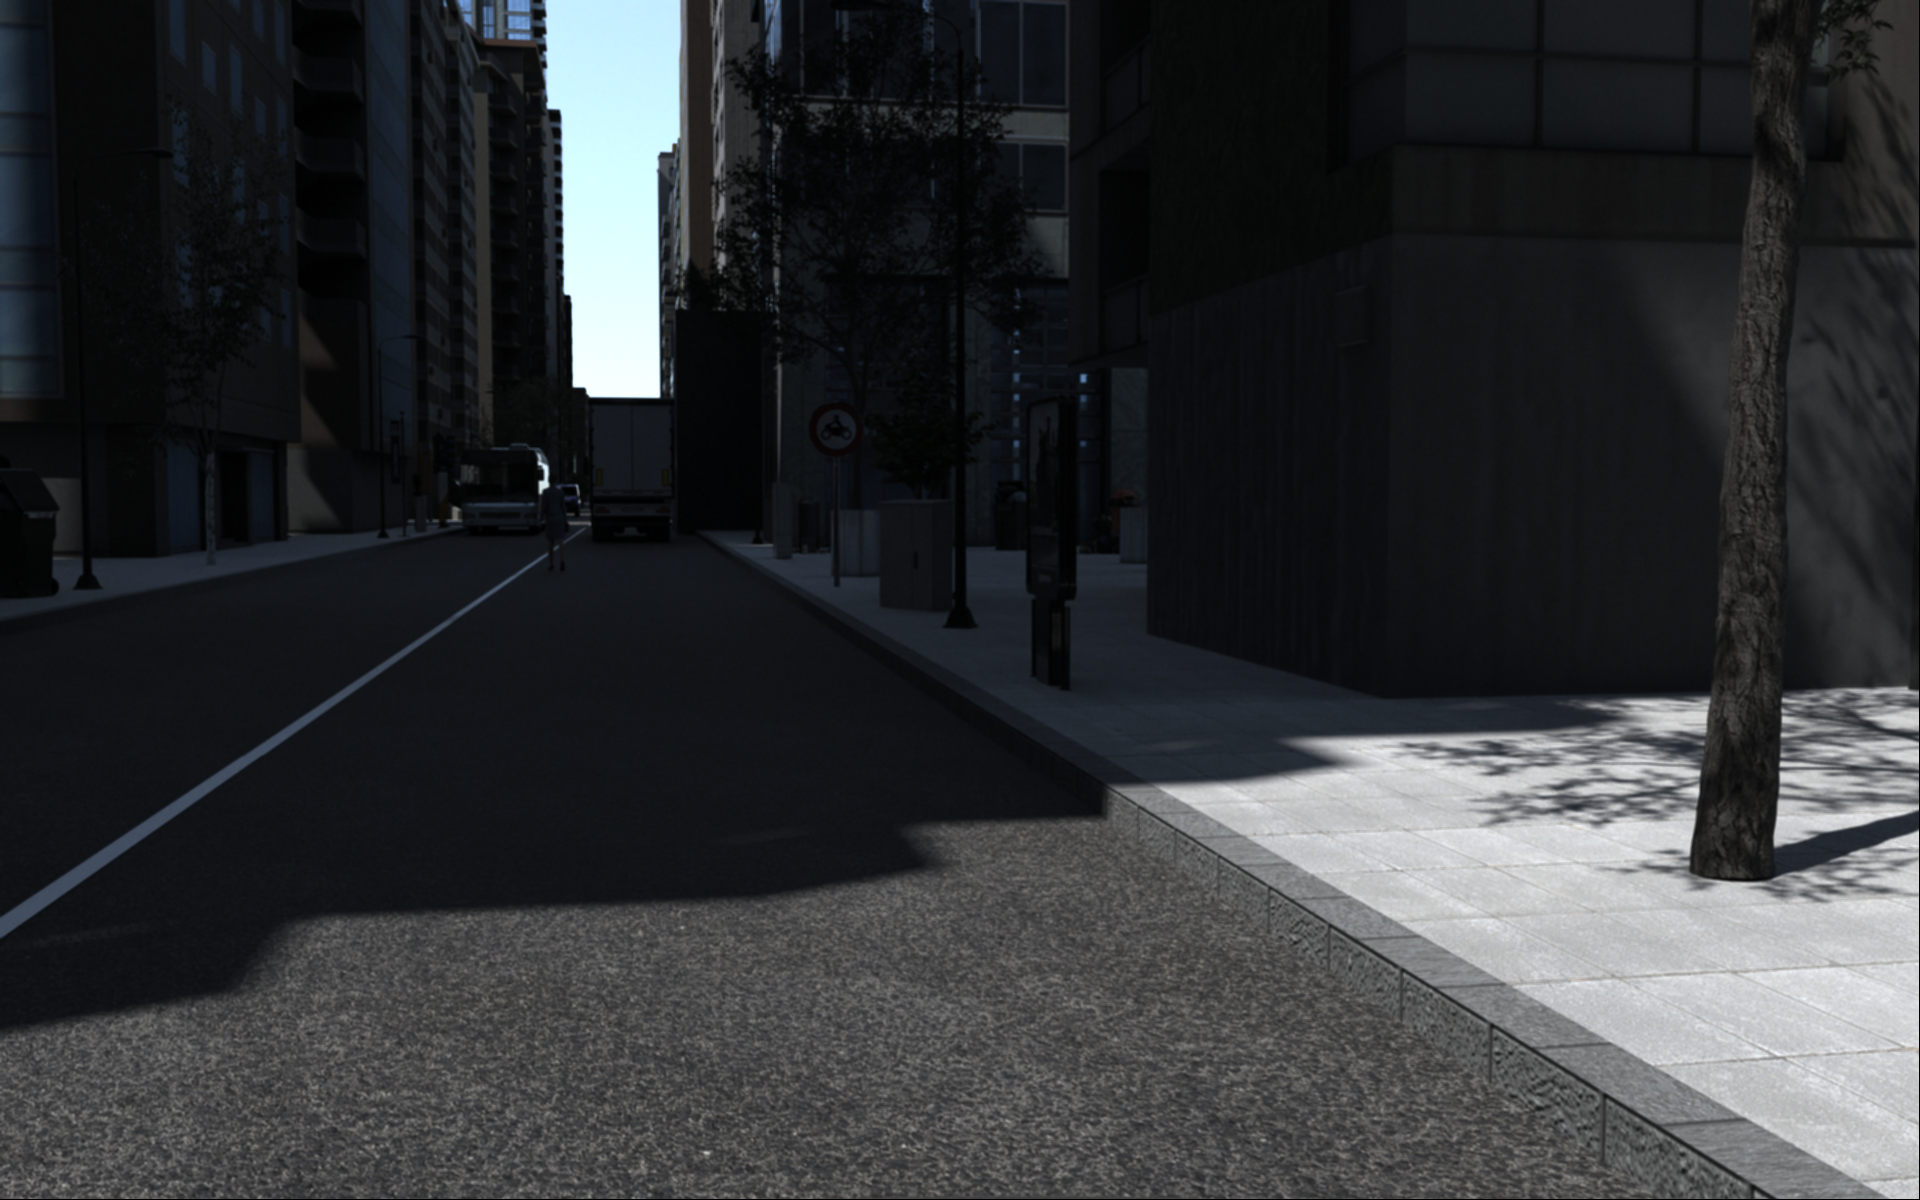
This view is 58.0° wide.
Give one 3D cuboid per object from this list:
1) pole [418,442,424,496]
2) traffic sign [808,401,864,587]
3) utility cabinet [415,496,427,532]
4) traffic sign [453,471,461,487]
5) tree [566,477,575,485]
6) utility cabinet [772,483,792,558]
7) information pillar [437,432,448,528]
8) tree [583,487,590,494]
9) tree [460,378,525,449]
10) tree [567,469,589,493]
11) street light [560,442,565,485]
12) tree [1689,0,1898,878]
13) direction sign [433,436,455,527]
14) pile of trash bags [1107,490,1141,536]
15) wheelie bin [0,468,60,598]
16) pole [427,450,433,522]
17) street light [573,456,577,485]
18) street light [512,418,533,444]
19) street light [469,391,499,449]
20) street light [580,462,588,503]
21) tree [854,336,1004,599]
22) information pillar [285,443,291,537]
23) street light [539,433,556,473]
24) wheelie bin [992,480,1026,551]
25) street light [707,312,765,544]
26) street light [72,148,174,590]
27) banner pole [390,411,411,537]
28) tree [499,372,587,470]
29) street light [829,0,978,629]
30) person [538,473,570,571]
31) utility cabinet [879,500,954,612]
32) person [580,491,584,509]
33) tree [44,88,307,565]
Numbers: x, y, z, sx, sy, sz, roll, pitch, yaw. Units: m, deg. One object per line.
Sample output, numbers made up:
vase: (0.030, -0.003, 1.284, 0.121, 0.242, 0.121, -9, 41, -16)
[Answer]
pole: (-21.154, -4.533, 67.955, 0.158, 3.312, 0.155, 0, 3, 0)
traffic sign: (-1.703, -1.455, 23.903, 0.768, 2.556, 0.104, 0, 4, -3)
utility cabinet: (-18.165, -2.887, 58.364, 0.306, 1.237, 1.020, -1, 4, -13)
traffic sign: (-20.154, -4.071, 70.202, 0.795, 2.450, 0.064, -1, 4, -11)
tree: (-44.795, -12.518, 199.274, 1.663, 3.219, 1.824, 0, 3, 0)
utility cabinet: (-3.552, -1.590, 34.681, 0.318, 1.500, 1.173, -1, 4, -10)
information pillar: (-19.469, -4.515, 65.169, 0.183, 3.616, 0.504, 1, 4, 20)
tree: (-57.226, -16.535, 264.943, 1.663, 3.219, 1.824, 0, 3, 0)
tree: (-29.210, -9.731, 109.464, 4.360, 8.622, 3.978, 0, 3, 0)
tree: (-49.820, -14.817, 225.968, 4.285, 4.588, 4.351, 0, 3, 0)
street light: (-35.748, -11.080, 153.695, 1.470, 5.913, 1.316, -1, 4, -11)
tree: (2.956, -4.351, 5.543, 7.601, 10.594, 8.767, 0, 4, -5)
direction sign: (-20.010, -4.604, 67.267, 0.876, 3.537, 0.379, -3, 4, -39)
pile of trash bags: (4.495, -1.525, 34.693, 3.447, 1.369, 1.912, -2, 4, -27)
wheelie bin: (-11.717, -0.833, 21.522, 0.693, 1.594, 0.980, 1, 4, 12)
pole: (-24.267, -5.226, 79.290, 0.158, 3.312, 0.155, 0, 3, 0)
street light: (-40.967, -12.767, 181.283, 1.470, 5.913, 1.316, -1, 4, -11)
street light: (-26.571, -8.105, 105.059, 1.470, 5.913, 1.316, -1, 4, -11)
street light: (-21.437, -6.444, 77.903, 1.470, 5.913, 1.316, -1, 4, -11)
street light: (-45.938, -14.429, 208.453, 1.470, 5.913, 1.316, -1, 4, -11)
tree: (-0.569, -1.640, 21.417, 1.663, 3.219, 1.824, 0, 3, 0)
information pillar: (-20.187, -3.680, 51.522, 0.183, 3.616, 0.504, 1, 4, 17)
street light: (-31.587, -9.778, 132.419, 1.470, 5.913, 1.316, -1, 4, -11)
wheelie bin: (1.165, -1.929, 39.454, 0.980, 1.594, 0.693, 2, 4, 28)
street light: (-5.707, -4.372, 44.023, 1.470, 5.913, 1.316, -1, 4, -11)
street light: (-11.252, -3.105, 23.315, 1.470, 5.913, 1.316, -1, 4, -11)
banner pole: (-16.826, -3.787, 51.936, 0.401, 3.779, 0.863, 1, 4, 15)
tree: (-35.618, -13.549, 147.273, 9.928, 11.665, 9.643, 0, 3, 0)
street light: (-0.529, -2.683, 16.406, 1.470, 5.913, 1.316, -1, 4, -11)
person: (-7.577, -1.456, 32.327, 0.581, 1.822, 0.654, -1, 4, -21)
utility cabinet: (-0.500, -0.499, 19.327, 0.306, 1.237, 1.020, -3, 4, -38)
person: (-37.209, -9.833, 169.792, 0.750, 1.759, 0.617, 2, 4, 25)
tree: (-13.776, -4.948, 31.269, 4.360, 8.622, 3.978, 0, 3, 0)
